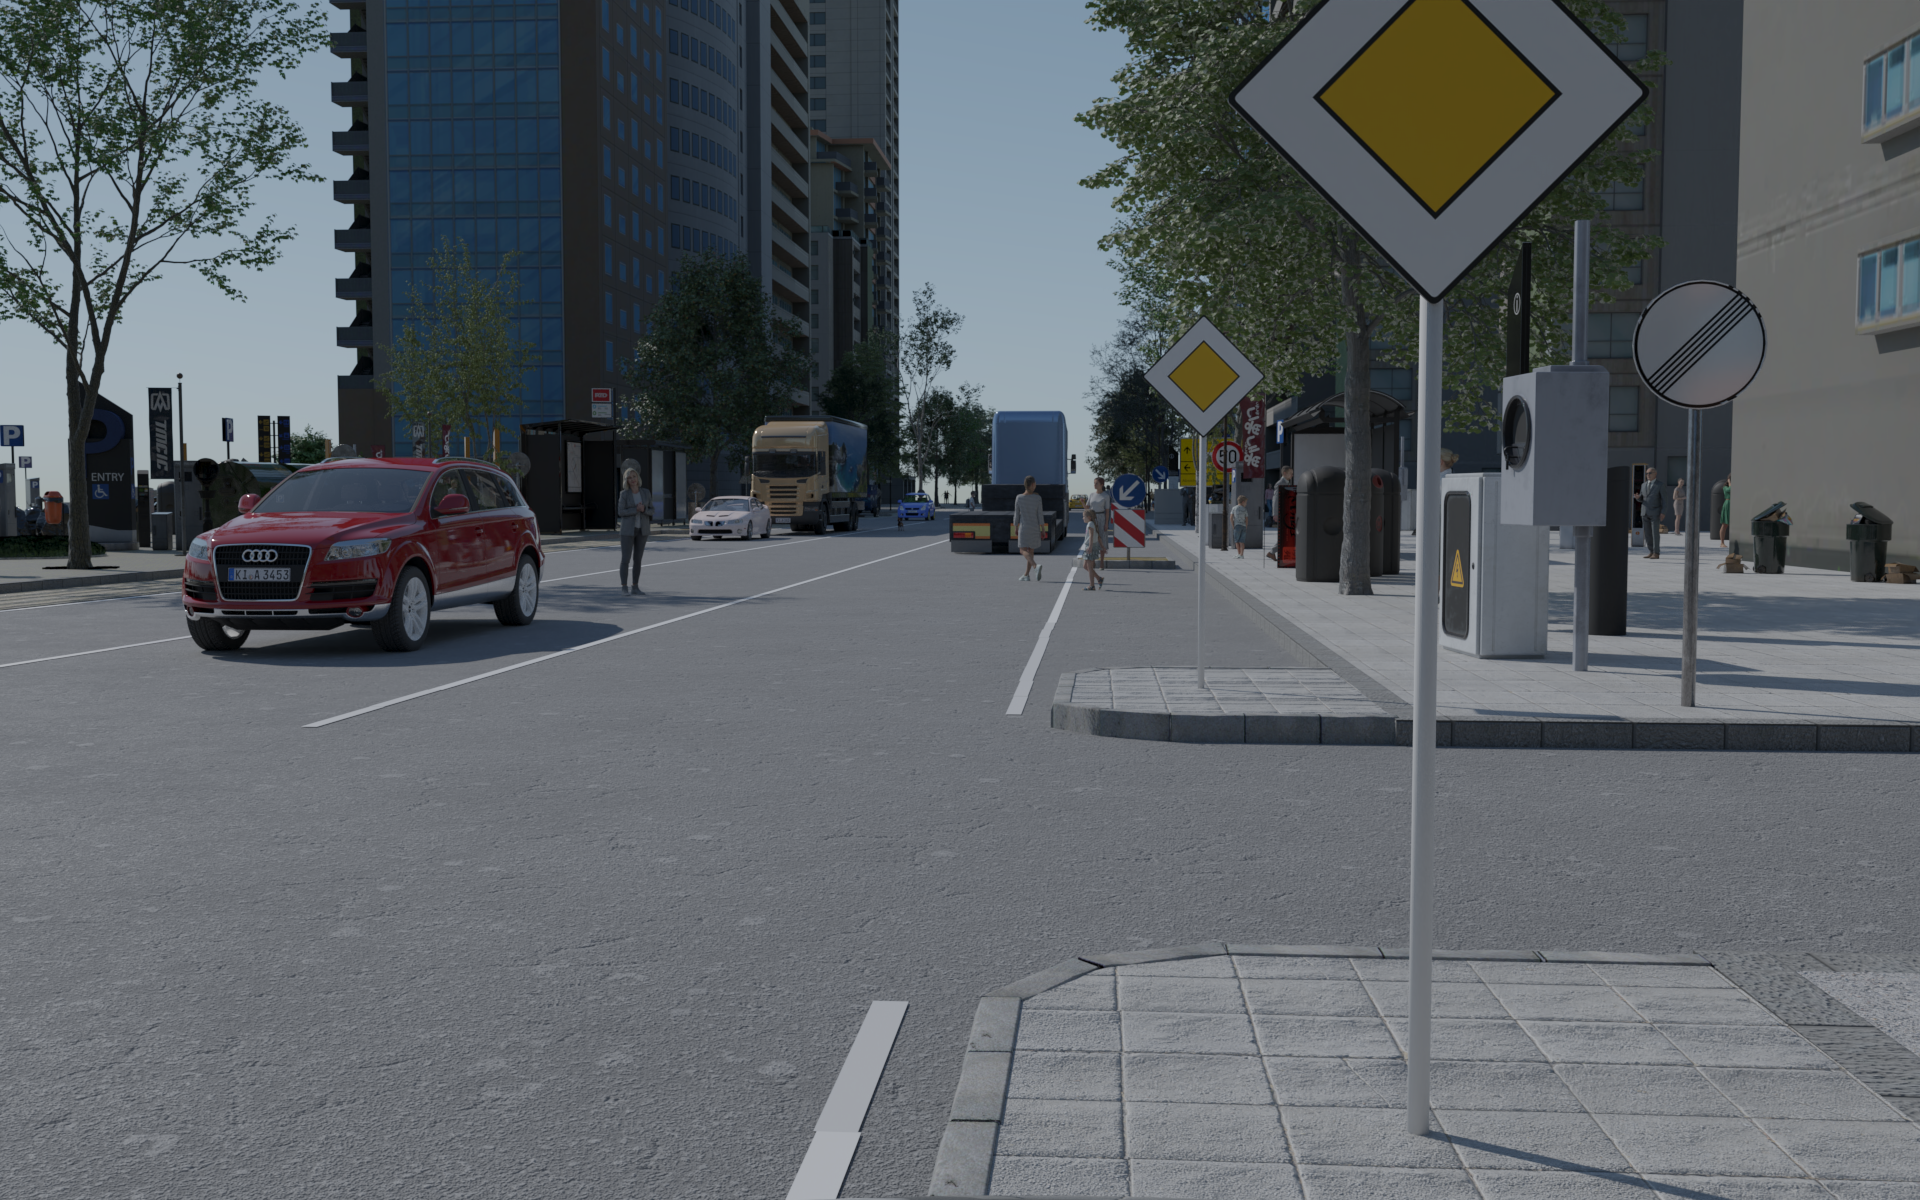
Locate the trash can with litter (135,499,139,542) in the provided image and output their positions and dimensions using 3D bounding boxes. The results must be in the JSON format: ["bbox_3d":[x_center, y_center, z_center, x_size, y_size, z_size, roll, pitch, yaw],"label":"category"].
[{"bbox_3d":[-20.352,-1.881,42.138,0.624,1.170,1.055,1,4,16],"label":"trash can with litter"}]

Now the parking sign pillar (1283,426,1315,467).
[{"bbox_3d":[13.578,-4.949,69.395,1.447,3.967,1.447,2,4,23],"label":"parking sign pillar"}]

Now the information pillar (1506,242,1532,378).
[{"bbox_3d":[5.275,-1.533,16.414,0.183,3.616,0.504,0,4,2],"label":"information pillar"}]

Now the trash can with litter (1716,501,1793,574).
[{"bbox_3d":[12.815,-1.012,27.938,1.055,1.170,0.624,1,4,16],"label":"trash can with litter"}]

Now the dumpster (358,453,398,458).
[{"bbox_3d":[-13.864,-2.337,40.707,1.502,2.255,1.985,0,4,5],"label":"dumpster"}]

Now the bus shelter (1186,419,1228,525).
[{"bbox_3d":[10.663,-5.950,74.918,2.179,5.291,8.768,0,4,5],"label":"bus shelter"}]

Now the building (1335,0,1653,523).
[{"bbox_3d":[26.985,-24.968,91.820,14.154,41.232,14.086,0,4,5],"label":"building"}]

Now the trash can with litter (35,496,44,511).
[{"bbox_3d":[-38.148,-3.718,71.850,2.233,1.210,1.678,3,5,39],"label":"trash can with litter"}]

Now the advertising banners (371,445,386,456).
[{"bbox_3d":[-19.887,-3.999,61.575,2.074,3.025,0.090,0,3,0],"label":"advertising banners"}]

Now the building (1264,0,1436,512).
[{"bbox_3d":[31.273,-29.741,109.961,21.300,48.544,21.600,0,4,5],"label":"building"}]

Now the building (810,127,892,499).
[{"bbox_3d":[-20.208,-33.936,209.479,22.147,44.769,28.867,0,4,5],"label":"building"}]

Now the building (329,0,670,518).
[{"bbox_3d":[-24.721,-27.240,95.491,14.600,45.320,14.200,0,4,5],"label":"building"}]

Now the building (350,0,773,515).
[{"bbox_3d":[-25.817,-35.166,116.962,21.231,58.520,28.212,0,4,5],"label":"building"}]

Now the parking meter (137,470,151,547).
[{"bbox_3d":[-19.649,-2.201,41.697,0.255,1.863,0.399,-2,4,-24],"label":"parking meter"}]

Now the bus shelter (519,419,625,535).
[{"bbox_3d":[-12.732,-4.033,57.217,1.731,3.624,6.357,0,4,5],"label":"bus shelter"}]

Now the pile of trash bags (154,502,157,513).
[{"bbox_3d":[-27.548,-3.000,58.808,3.447,1.369,1.912,3,4,36],"label":"pile of trash bags"}]

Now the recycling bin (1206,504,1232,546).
[{"bbox_3d":[6.441,-1.869,43.116,0.722,1.027,0.722,-3,4,-38],"label":"recycling bin"}]

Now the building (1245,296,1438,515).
[{"bbox_3d":[37.349,-17.769,135.567,27.650,21.520,28.899,0,4,5],"label":"building"}]

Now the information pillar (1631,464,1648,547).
[{"bbox_3d":[16.471,-2.293,41.986,0.304,2.012,0.304,2,4,31],"label":"information pillar"}]

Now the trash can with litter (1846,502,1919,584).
[{"bbox_3d":[13.426,-0.839,25.099,0.624,1.170,1.055,-2,4,-31],"label":"trash can with litter"}]

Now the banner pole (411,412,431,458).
[{"bbox_3d":[-16.301,-3.832,52.675,0.401,3.779,0.863,3,4,37],"label":"banner pole"}]

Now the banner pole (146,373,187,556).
[{"bbox_3d":[-16.328,-2.801,35.811,0.863,3.779,0.401,-1,4,-9],"label":"banner pole"}]

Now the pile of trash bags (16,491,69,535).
[{"bbox_3d":[-26.368,-2.425,49.408,3.447,1.369,1.912,3,5,43],"label":"pile of trash bags"}]

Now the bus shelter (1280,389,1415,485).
[{"bbox_3d":[7.954,-2.580,36.100,2.014,3.302,5.546,0,4,5],"label":"bus shelter"}]

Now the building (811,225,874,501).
[{"bbox_3d":[-17.250,-25.469,188.124,14.160,30.474,14.107,0,4,5],"label":"building"}]

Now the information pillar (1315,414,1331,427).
[{"bbox_3d":[10.568,-3.627,50.661,0.504,3.616,0.183,1,4,16],"label":"information pillar"}]

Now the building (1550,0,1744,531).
[{"bbox_3d":[27.897,-23.340,65.201,14.154,41.232,14.086,0,4,5],"label":"building"}]

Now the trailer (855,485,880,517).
[{"bbox_3d":[-5.833,-6.049,105.945,1.471,1.999,3.904,0,4,6],"label":"trailer"}]

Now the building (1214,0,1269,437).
[{"bbox_3d":[41.572,-55.800,224.996,22.319,86.520,31.000,0,4,5],"label":"building"}]

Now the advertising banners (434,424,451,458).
[{"bbox_3d":[-12.942,-2.842,42.649,0.090,3.025,2.074,0,4,8],"label":"advertising banners"}]

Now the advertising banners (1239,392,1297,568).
[{"bbox_3d":[5.756,-2.063,29.923,2.074,3.025,0.090,-1,4,-11],"label":"advertising banners"}]

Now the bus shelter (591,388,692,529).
[{"bbox_3d":[-12.595,-5.524,67.948,2.179,5.291,8.768,0,4,5],"label":"bus shelter"}]

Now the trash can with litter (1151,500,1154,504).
[{"bbox_3d":[9.656,-4.377,82.958,0.624,1.170,1.055,3,5,40],"label":"trash can with litter"}]

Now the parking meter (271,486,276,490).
[{"bbox_3d":[-14.269,-1.712,36.396,0.372,1.533,0.369,0,3,0],"label":"parking meter"}]

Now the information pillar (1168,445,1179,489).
[{"bbox_3d":[10.022,-5.510,81.438,0.504,3.616,0.183,0,4,5],"label":"information pillar"}]

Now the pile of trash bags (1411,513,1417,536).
[{"bbox_3d":[14.865,-2.594,52.157,1.912,1.369,3.447,0,4,1],"label":"pile of trash bags"}]

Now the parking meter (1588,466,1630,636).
[{"bbox_3d":[5.892,-0.451,15.786,0.372,1.533,0.369,0,3,0],"label":"parking meter"}]

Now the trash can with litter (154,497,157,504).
[{"bbox_3d":[-32.882,-3.669,71.371,0.624,1.170,1.055,0,4,6],"label":"trash can with litter"}]

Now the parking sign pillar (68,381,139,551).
[{"bbox_3d":[-19.543,-3.117,39.436,1.447,3.967,1.447,-1,4,-13],"label":"parking sign pillar"}]

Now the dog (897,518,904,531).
[{"bbox_3d":[-2.320,-2.936,67.299,0.540,0.507,0.406,3,4,37],"label":"dog"}]

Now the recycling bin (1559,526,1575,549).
[{"bbox_3d":[14.521,-1.709,40.491,0.722,1.027,0.722,-3,5,-42],"label":"recycling bin"}]

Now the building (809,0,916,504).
[{"bbox_3d":[-16.657,-48.618,233.154,20.563,71.187,20.611,0,4,5],"label":"building"}]

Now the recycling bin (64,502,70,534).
[{"bbox_3d":[-27.506,-2.526,53.860,0.722,1.027,0.722,-3,4,-37],"label":"recycling bin"}]

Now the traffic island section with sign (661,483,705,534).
[{"bbox_3d":[-9.567,-3.289,62.406,1.989,1.847,2.006,0,4,5],"label":"traffic island section with sign"}]

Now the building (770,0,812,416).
[{"bbox_3d":[-24.575,-31.707,142.110,21.300,48.544,21.600,0,4,5],"label":"building"}]

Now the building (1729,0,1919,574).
[{"bbox_3d":[25.145,-24.680,27.215,21.600,48.544,21.300,0,4,5],"label":"building"}]
